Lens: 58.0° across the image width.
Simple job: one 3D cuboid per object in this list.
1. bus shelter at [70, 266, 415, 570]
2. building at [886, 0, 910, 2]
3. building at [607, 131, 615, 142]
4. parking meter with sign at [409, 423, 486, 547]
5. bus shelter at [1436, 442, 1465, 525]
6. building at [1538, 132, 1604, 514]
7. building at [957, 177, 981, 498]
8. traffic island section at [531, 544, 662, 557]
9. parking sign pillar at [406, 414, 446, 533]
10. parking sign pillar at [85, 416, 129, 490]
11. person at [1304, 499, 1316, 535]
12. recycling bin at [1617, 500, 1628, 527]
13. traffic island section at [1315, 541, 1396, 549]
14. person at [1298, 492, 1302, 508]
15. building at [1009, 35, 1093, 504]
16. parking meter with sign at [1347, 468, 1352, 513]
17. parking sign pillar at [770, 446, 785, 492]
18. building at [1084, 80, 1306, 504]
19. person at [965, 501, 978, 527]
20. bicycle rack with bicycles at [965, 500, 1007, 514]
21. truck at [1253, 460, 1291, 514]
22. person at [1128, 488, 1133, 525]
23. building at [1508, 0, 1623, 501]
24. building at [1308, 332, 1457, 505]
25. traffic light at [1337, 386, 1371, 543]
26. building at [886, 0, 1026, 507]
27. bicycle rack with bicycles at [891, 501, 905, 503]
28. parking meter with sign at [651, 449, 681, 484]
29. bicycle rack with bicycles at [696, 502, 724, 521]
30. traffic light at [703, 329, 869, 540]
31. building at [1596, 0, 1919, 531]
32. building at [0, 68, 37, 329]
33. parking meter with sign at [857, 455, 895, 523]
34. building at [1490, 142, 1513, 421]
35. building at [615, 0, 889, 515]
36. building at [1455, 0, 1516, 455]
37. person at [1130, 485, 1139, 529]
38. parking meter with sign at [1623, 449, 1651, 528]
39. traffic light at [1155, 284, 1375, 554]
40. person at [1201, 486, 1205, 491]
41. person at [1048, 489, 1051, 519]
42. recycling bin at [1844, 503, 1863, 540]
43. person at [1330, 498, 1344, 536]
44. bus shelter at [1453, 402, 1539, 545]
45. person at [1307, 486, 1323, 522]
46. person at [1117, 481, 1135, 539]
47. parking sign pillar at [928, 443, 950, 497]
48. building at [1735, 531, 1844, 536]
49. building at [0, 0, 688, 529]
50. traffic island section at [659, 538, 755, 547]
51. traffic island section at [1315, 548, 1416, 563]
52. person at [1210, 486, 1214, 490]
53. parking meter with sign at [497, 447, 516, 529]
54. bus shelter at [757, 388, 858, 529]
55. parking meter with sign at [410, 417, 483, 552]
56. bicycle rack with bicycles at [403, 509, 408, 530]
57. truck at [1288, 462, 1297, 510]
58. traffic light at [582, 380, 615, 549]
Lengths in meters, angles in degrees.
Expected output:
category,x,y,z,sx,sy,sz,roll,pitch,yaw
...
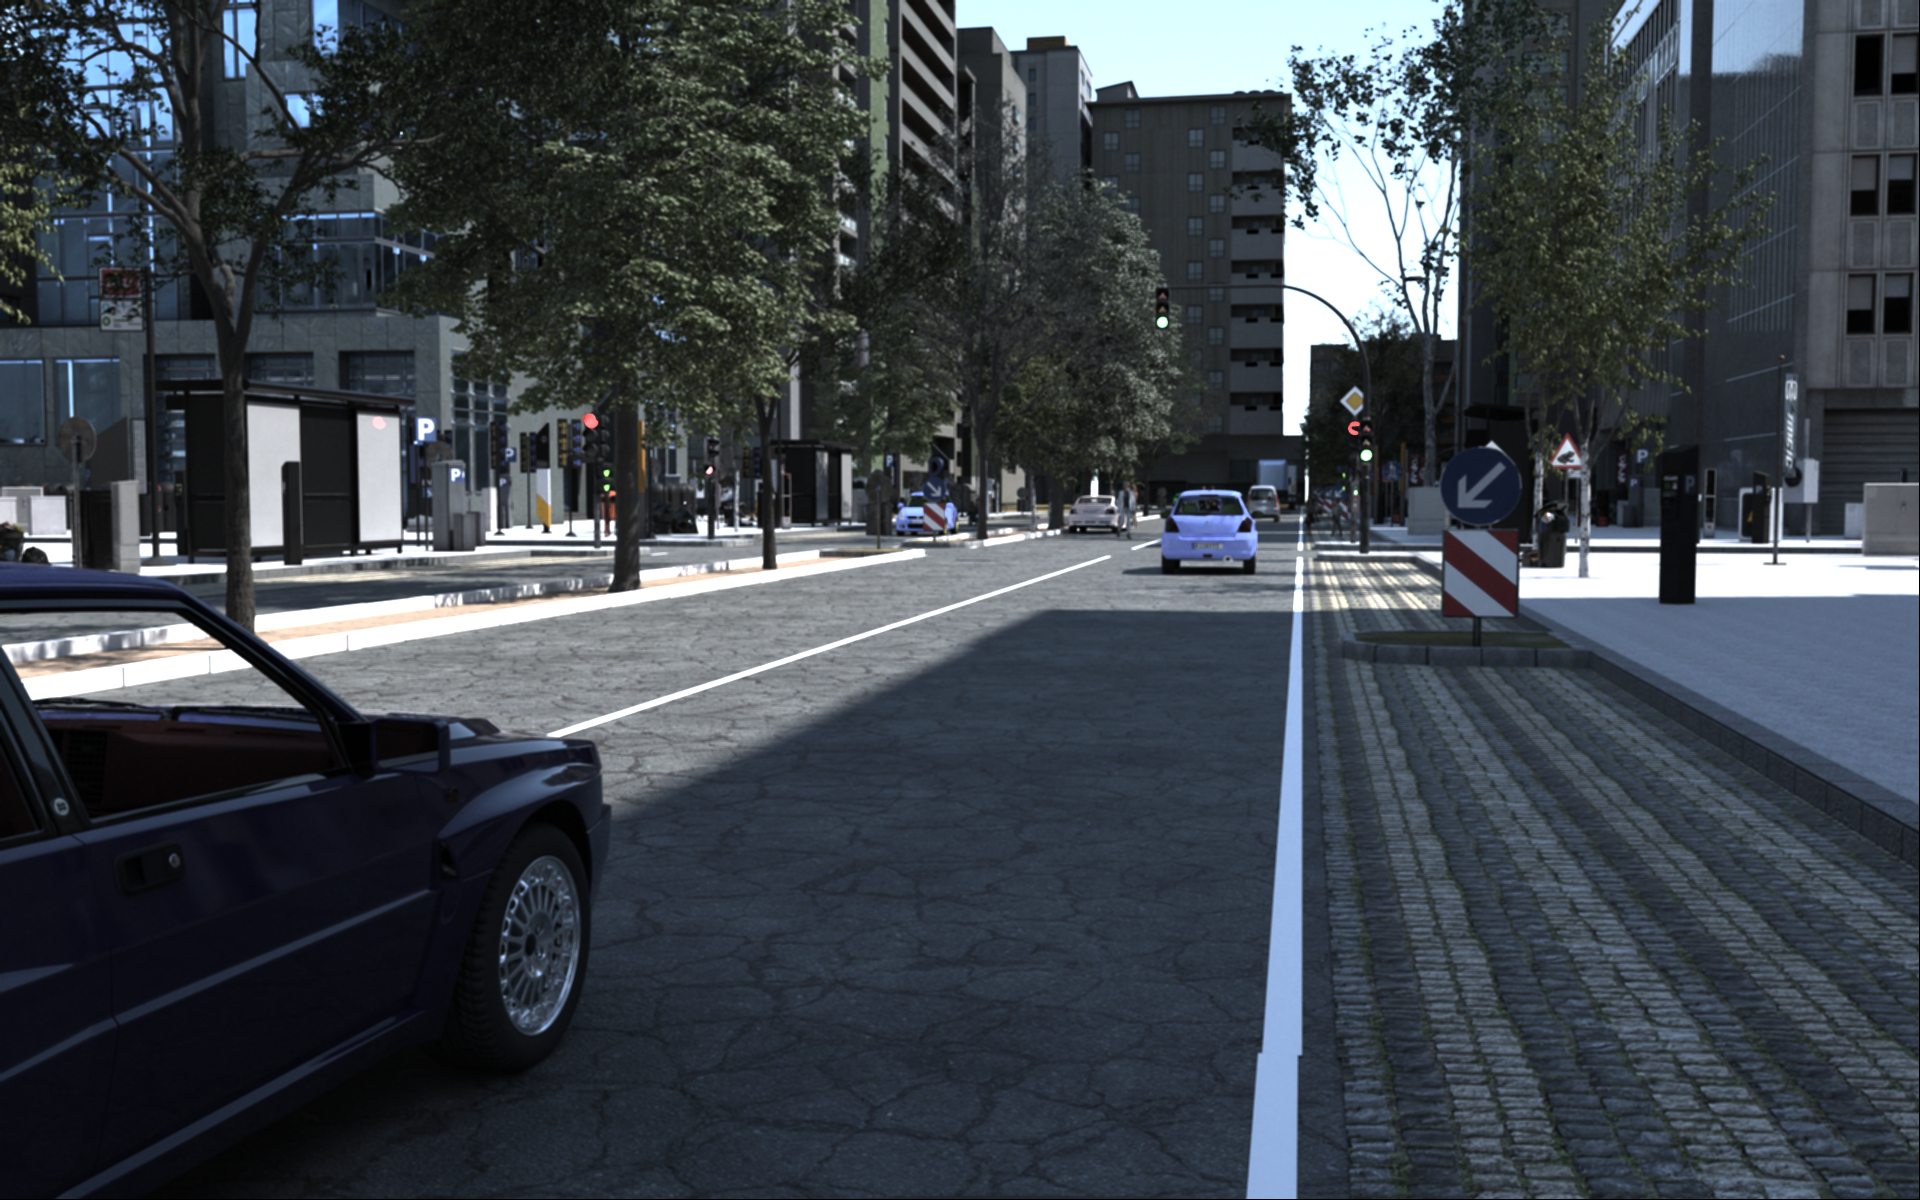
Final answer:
category,x,y,z,sx,sy,sz,roll,pitch,yaw
bus shelter,-13.605,-3.391,33.081,2.179,5.291,8.768,1,4,11
building,-12.771,-31.406,137.193,21.300,48.544,21.600,1,4,11
building,-26.277,-45.534,182.729,20.611,71.187,20.563,1,4,11
parking meter with sign,-12.462,-2.813,42.252,1.738,3.016,0.543,1,4,9
bus shelter,19.975,-4.565,68.558,2.014,3.302,5.546,1,4,11
building,42.672,-17.181,99.972,14.314,24.678,30.058,1,4,11
building,-6.269,-23.421,154.628,14.160,30.474,14.107,1,4,11
traffic island section,-8.538,-1.127,40.713,2.009,0.180,2.903,1,4,11
parking sign pillar,-17.913,-4.267,58.235,1.447,3.967,1.447,-1,4,-21
parking sign pillar,-29.450,-4.363,59.809,1.447,3.967,1.447,3,5,40
person,12.063,-2.844,59.663,0.362,1.253,0.373,-3,4,-36
recycling bin,26.424,-3.429,68.625,0.722,1.027,0.722,1,4,21
traffic island section,10.268,-1.398,45.143,2.009,0.180,2.903,1,4,11
person,35.181,-10.344,179.085,0.415,1.643,0.593,1,4,18
building,3.005,-41.991,228.558,28.212,58.520,21.231,1,4,11
parking meter with sign,26.448,-7.343,116.321,0.543,3.016,1.738,-1,4,-15
parking sign pillar,-10.104,-6.689,97.838,1.447,3.967,1.447,-3,5,-45
building,31.707,-39.051,227.722,27.495,52.752,28.713,1,4,11
person,0.670,-3.766,75.575,1.012,1.151,0.738,0,4,-7
bicycle rack with bicycles,1.651,-6.109,113.258,2.925,0.926,2.852,-1,4,-16
truck,23.500,-8.600,130.367,2.967,4.110,18.799,1,4,10
person,7.403,-4.101,76.230,0.598,1.740,0.731,-2,4,-33
building,48.370,-27.274,129.521,14.154,41.232,14.086,1,4,11
building,59.460,-23.045,221.821,28.899,21.520,27.650,1,4,11
traffic light,10.231,-3.432,45.036,0.839,4.253,0.868,1,4,11
building,-5.254,-33.992,179.475,21.600,48.544,21.300,1,4,11
bicycle rack with bicycles,-3.391,-4.461,86.320,2.852,0.926,2.925,0,4,-4
parking meter with sign,-11.201,-4.350,67.381,1.738,3.016,0.543,0,4,-5
bicycle rack with bicycles,-12.292,-4.224,82.451,2.852,0.926,2.925,-2,4,-26
traffic light,-4.883,-4.487,48.034,4.771,5.953,1.251,1,4,11
building,35.945,-15.751,75.555,12.078,24.808,19.932,1,4,11
building,-55.314,-14.450,81.294,28.899,21.520,27.650,1,4,11
parking meter with sign,-3.718,-4.897,76.332,1.738,3.016,0.543,-3,5,-40
building,51.163,-22.749,143.643,14.160,30.474,14.107,1,4,11
building,-12.960,-26.136,110.921,14.154,41.232,14.086,1,4,11
building,57.995,-38.004,163.360,21.231,58.520,28.212,1,4,11
person,7.157,-3.869,71.733,0.573,1.828,0.580,0,4,-6
parking meter with sign,25.903,-4.290,66.401,0.543,3.016,1.738,3,4,38
traffic light,6.613,-3.841,37.467,4.771,5.953,1.251,1,4,11
person,12.483,-4.907,88.502,0.659,1.850,0.755,0,4,-8
person,5.234,-5.566,100.045,0.362,1.759,0.519,1,4,15
recycling bin,25.363,-2.219,48.839,0.722,1.027,0.722,2,4,28
person,12.769,-2.802,58.583,0.475,1.303,0.640,3,5,40
bus shelter,14.493,-3.409,47.026,1.731,3.624,6.357,1,4,11
person,17.878,-4.829,87.411,0.822,1.834,0.622,1,4,15
person,5.284,-2.875,55.386,0.514,1.842,0.818,-1,4,-19
parking sign pillar,-1.124,-6.317,91.749,1.447,3.967,1.447,-3,5,-41
building,36.150,-14.553,55.964,19.932,24.808,12.078,1,4,11
building,-26.669,-46.773,77.417,22.319,86.520,31.000,1,4,11
traffic island section,-6.990,-1.606,48.547,2.009,0.180,2.903,1,4,11
traffic island section,8.719,-0.919,37.309,2.009,0.180,2.903,1,4,11
person,12.404,-4.712,85.503,0.822,1.834,0.622,-2,4,-33
parking meter with sign,-16.828,-4.139,63.941,0.543,3.016,1.738,0,4,-2
bus shelter,-6.138,-5.538,68.174,2.179,5.291,8.768,1,4,11
parking meter with sign,-11.555,-2.613,38.988,1.738,3.016,0.543,3,5,40
bicycle rack with bicycles,-20.925,-2.922,61.149,2.925,0.926,2.852,1,4,20
truck,29.558,-10.419,159.267,2.839,4.237,11.283,1,4,10
traffic light,-8.501,-3.159,40.570,0.839,4.253,0.868,1,4,11
